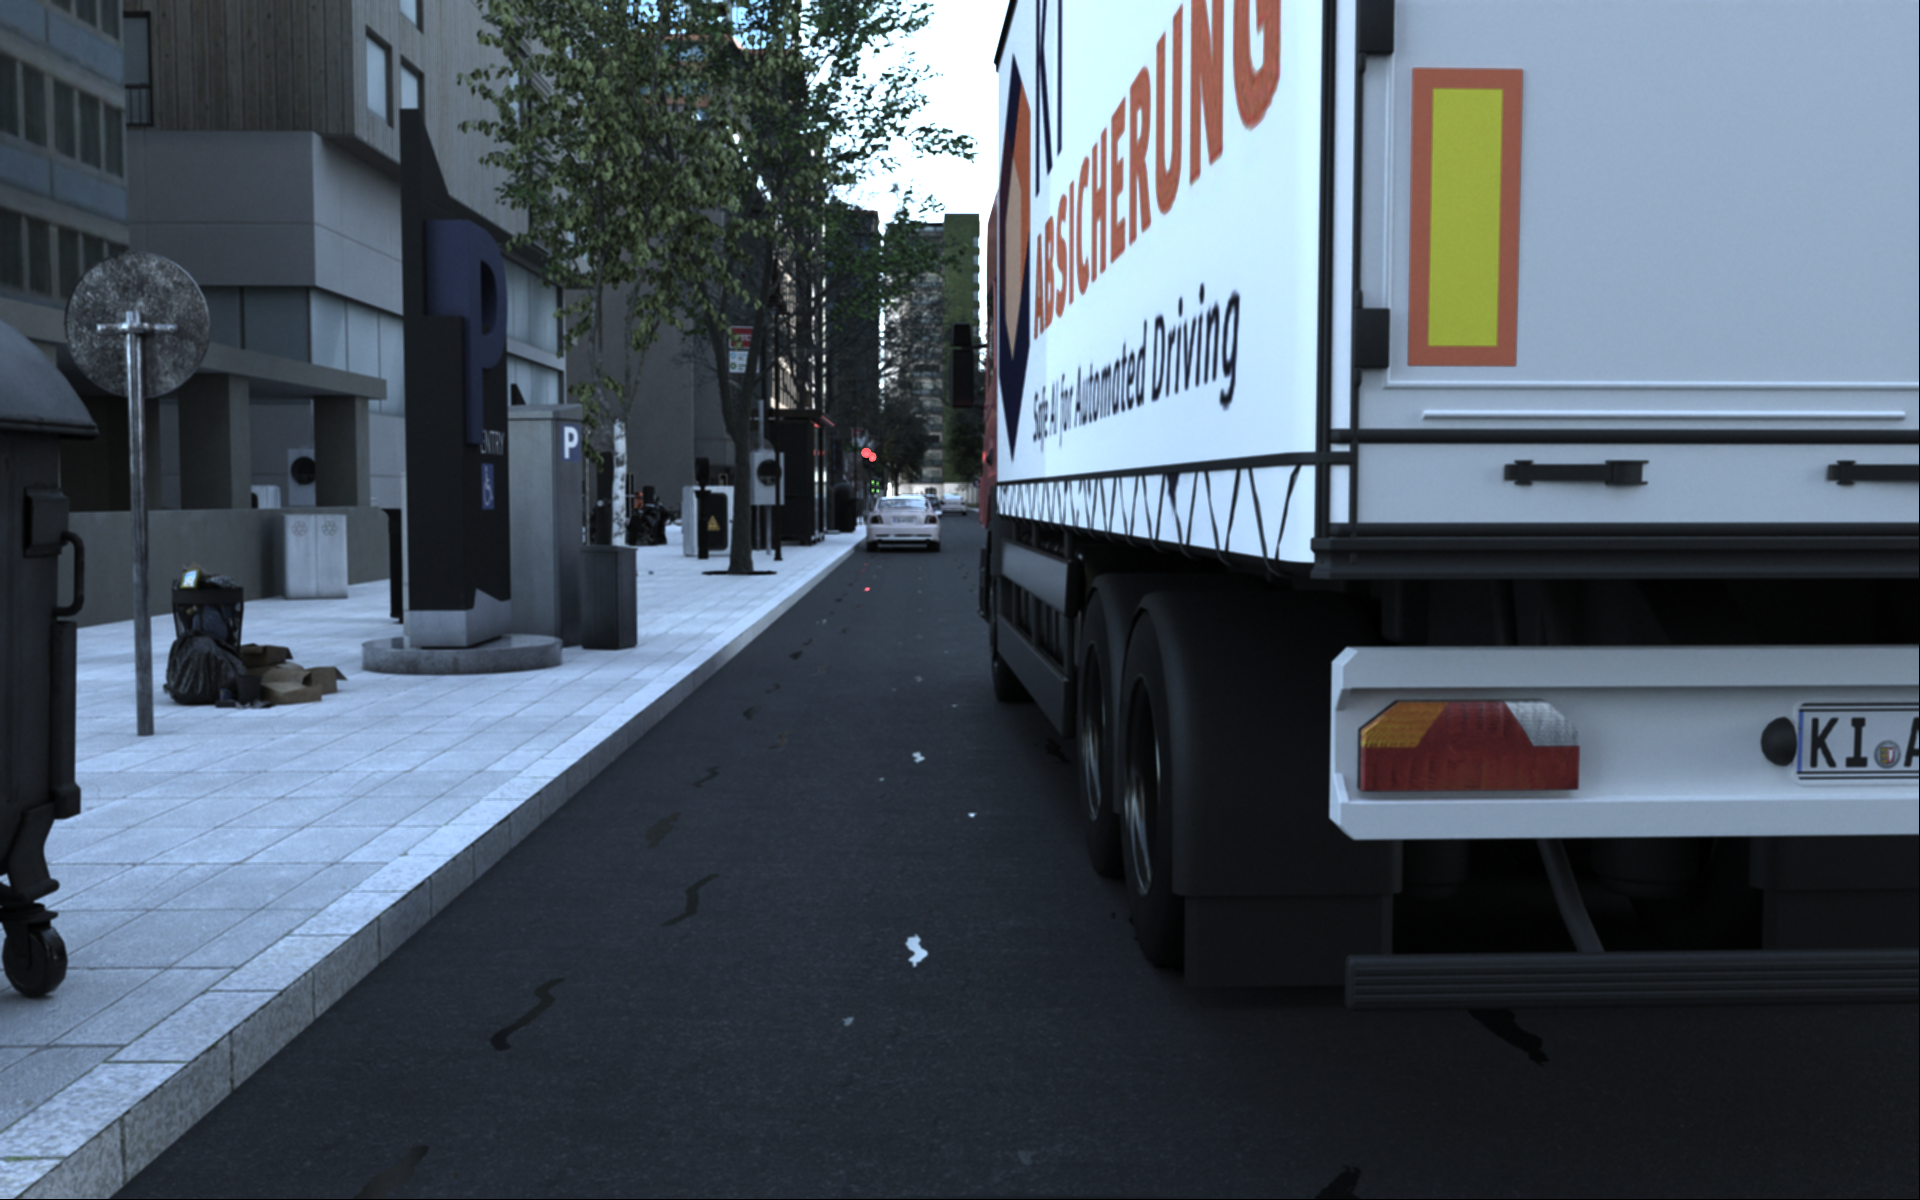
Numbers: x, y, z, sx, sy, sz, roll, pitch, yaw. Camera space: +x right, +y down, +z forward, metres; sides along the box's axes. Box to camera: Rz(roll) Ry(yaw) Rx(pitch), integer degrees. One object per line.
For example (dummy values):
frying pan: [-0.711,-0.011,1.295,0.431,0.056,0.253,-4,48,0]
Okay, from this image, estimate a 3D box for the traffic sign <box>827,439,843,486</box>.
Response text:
traffic sign: [-5.397,-4.263,63.577,2.265,3.308,0.079,0,4,8]

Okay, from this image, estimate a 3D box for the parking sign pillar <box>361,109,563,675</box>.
parking sign pillar: [-3.722,-1.492,12.863,1.447,3.967,1.447,0,4,-1]

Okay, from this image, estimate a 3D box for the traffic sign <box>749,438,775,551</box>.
traffic sign: [-4.551,-2.380,39.014,0.768,2.556,0.104,0,4,6]

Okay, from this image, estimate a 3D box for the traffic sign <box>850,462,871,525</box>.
traffic sign: [-4.067,-4.322,70.661,0.884,2.594,0.081,0,4,5]

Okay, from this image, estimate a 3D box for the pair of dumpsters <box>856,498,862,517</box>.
pair of dumpsters: [-6.196,-5.696,95.627,1.574,2.255,4.437,0,4,-1]

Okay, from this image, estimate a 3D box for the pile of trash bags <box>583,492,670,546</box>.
pile of trash bags: [-7.786,-2.066,43.528,3.447,1.369,1.912,1,4,20]

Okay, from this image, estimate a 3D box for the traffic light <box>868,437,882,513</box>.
traffic light: [-4.029,-5.554,79.733,0.839,4.253,0.868,0,4,-1]

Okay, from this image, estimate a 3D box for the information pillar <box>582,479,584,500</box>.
information pillar: [-19.049,-5.045,86.971,0.304,2.012,0.304,1,4,14]

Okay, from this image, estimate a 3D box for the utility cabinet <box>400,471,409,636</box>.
utility cabinet: [-4.443,-0.430,15.718,1.173,1.500,0.318,-3,5,-40]

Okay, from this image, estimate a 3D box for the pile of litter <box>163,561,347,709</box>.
pile of litter: [-4.562,0.174,11.127,1.176,0.858,1.719,-1,4,-10]

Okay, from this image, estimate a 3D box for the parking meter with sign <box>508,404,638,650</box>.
parking meter with sign: [-3.567,-1.120,14.571,1.738,3.016,0.543,1,4,18]

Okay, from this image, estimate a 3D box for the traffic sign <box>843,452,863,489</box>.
traffic sign: [-5.833,-5.510,83.964,2.265,3.308,0.079,0,4,3]

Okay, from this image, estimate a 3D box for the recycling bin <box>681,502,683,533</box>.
recycling bin: [-8.829,-2.736,57.285,0.722,1.027,0.722,0,4,-5]

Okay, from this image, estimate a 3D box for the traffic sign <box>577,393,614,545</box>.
traffic sign: [-4.676,-1.327,21.703,0.884,2.594,0.081,0,4,1]

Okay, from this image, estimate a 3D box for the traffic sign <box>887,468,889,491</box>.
traffic sign: [-6.688,-8.642,135.163,2.265,3.308,0.079,0,4,8]

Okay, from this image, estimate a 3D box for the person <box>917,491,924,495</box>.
person: [-3.986,-10.040,173.459,0.742,1.727,0.445,0,4,1]

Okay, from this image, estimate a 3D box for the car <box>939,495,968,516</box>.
car: [-0.494,-6.399,116.988,2.083,1.381,4.827,0,4,-1]

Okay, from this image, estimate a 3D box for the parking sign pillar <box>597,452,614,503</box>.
parking sign pillar: [-16.661,-5.761,82.657,1.447,3.967,1.447,-1,4,-11]

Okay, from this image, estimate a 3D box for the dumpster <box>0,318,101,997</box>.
dumpster: [-2.860,0.128,3.670,1.264,1.857,1.865,0,4,-1]

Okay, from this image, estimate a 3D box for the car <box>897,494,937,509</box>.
car: [-1.922,-3.651,69.484,2.009,1.686,4.222,0,4,-2]

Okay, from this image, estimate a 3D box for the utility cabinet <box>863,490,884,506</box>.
utility cabinet: [-4.941,-5.498,98.565,1.173,1.500,0.318,1,4,10]

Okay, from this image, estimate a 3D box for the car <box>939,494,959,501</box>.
car: [-0.715,-7.944,138.683,1.959,1.807,4.718,0,4,0]

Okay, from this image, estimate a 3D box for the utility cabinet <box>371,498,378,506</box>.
utility cabinet: [-11.891,-1.410,34.213,0.306,1.237,1.020,1,4,14]

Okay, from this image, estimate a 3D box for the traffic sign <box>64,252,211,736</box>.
traffic sign: [-4.334,-0.552,9.138,0.768,2.556,0.104,0,4,0]

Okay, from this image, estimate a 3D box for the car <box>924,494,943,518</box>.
car: [-2.029,-5.591,103.416,2.014,1.417,4.499,0,4,0]

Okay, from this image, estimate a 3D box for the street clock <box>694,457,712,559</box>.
street clock: [-5.076,-1.811,34.184,0.358,2.002,0.471,-1,4,-14]

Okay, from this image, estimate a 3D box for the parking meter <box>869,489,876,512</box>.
parking meter: [-4.376,-4.783,86.621,0.372,1.533,0.369,0,3,0]

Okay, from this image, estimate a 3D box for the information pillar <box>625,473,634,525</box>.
information pillar: [-11.490,-3.398,60.043,0.304,2.012,0.304,1,4,17]

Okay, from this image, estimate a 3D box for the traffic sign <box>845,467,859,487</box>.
traffic sign: [-5.081,-5.035,82.421,0.768,2.556,0.104,0,4,6]

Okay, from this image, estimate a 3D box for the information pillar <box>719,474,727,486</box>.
information pillar: [-8.661,-3.602,63.384,0.304,2.012,0.304,0,4,-6]

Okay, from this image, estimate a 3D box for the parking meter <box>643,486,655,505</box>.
parking meter: [-9.761,-2.810,54.361,0.372,1.533,0.369,0,3,0]

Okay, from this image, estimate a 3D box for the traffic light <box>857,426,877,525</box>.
traffic light: [-3.850,-5.066,71.750,0.839,4.253,0.868,0,4,-1]

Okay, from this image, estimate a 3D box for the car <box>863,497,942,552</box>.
car: [-1.475,-1.973,44.624,2.083,1.381,4.827,0,4,-3]

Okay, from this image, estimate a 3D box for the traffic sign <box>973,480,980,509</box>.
traffic sign: [1.537,-9.295,152.073,0.768,2.556,0.104,0,4,3]

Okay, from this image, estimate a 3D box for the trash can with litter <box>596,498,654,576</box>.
trash can with litter: [-5.651,-0.994,27.313,1.678,1.210,2.233,-1,4,-21]

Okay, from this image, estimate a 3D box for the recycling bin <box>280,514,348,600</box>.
recycling bin: [-7.984,-0.541,21.396,0.722,1.027,0.722,-2,4,-25]
